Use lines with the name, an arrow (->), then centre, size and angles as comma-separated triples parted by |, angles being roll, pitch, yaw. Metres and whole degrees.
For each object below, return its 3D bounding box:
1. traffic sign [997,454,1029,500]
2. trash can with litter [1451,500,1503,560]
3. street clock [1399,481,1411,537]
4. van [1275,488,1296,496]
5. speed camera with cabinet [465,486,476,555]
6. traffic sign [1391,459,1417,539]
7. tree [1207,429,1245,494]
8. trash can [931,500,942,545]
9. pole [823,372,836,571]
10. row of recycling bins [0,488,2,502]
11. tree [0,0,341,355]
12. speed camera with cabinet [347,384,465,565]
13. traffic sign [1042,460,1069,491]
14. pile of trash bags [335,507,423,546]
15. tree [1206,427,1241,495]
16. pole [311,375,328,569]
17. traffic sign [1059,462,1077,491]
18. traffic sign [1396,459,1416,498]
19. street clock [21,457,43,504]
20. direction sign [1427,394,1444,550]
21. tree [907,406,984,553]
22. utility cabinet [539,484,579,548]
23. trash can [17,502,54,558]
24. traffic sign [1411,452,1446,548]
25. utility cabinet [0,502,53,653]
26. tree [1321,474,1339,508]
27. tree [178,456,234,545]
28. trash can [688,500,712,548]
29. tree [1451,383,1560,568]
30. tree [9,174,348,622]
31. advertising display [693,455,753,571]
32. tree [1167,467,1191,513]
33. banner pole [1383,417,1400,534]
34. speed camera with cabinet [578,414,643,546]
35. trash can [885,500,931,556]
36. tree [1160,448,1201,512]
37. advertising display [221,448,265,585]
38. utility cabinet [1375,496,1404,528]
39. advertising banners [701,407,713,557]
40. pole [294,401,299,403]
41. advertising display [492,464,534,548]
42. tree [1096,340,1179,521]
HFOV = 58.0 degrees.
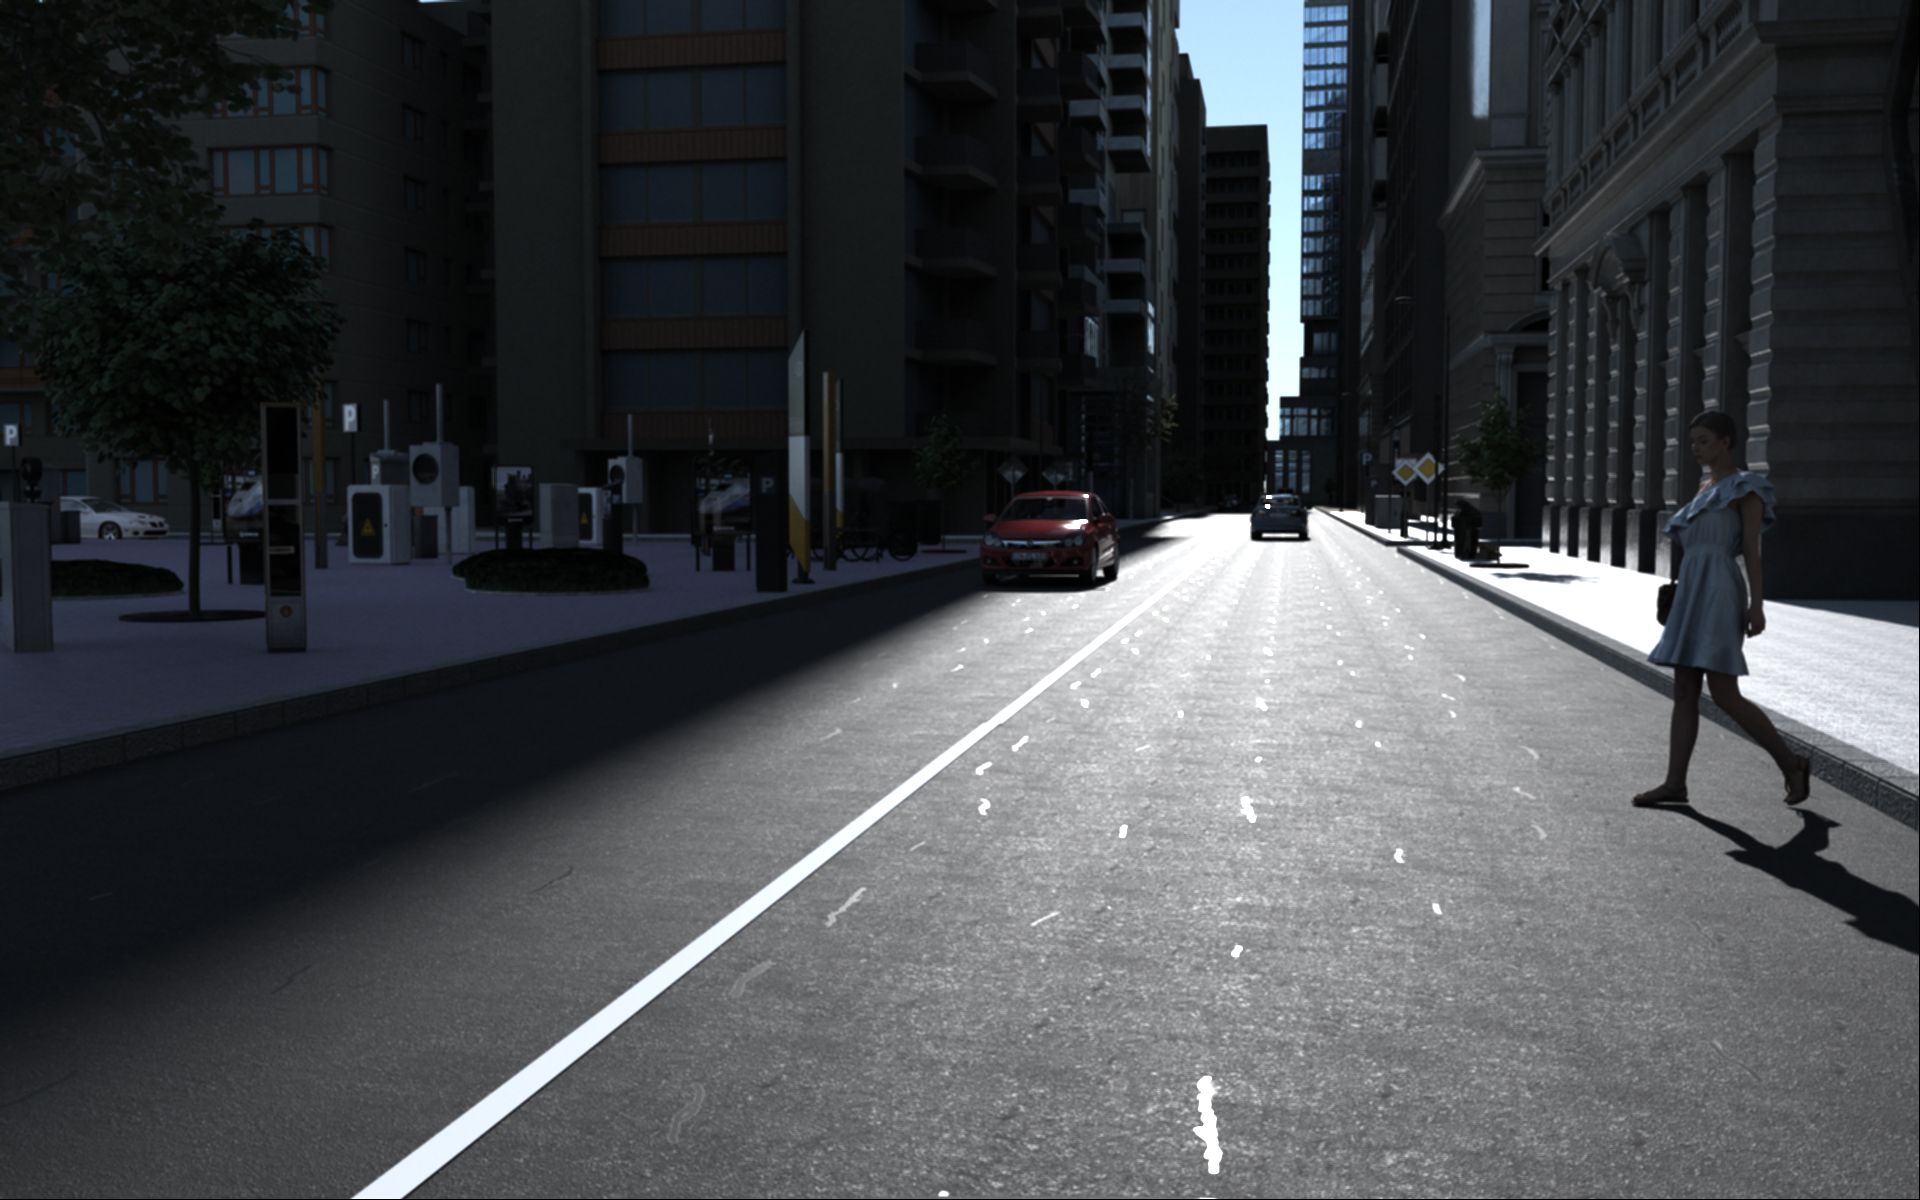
traffic sign -> 1.302, -2.399, 42.871 | 0.795, 2.450, 0.064 | 1, 4, 11
trash can with litter -> 10.200, -1.389, 34.094 | 0.624, 1.170, 1.055 | -3, 4, -37
street clock -> 13.207, -2.867, 51.443 | 0.358, 2.002, 0.471 | 0, 4, -8
van -> 35.221, -11.199, 187.489 | 2.240, 2.365, 5.245 | 1, 4, 10
speed camera with cabinet -> -11.384, -2.593, 36.730 | 2.038, 3.252, 0.660 | 0, 4, -6
traffic sign -> 12.557, -2.765, 48.851 | 0.795, 2.450, 0.064 | 1, 4, 11
tree -> 30.289, -15.117, 197.516 | 4.360, 8.622, 3.978 | 0, 3, 0
trash can -> -0.774, -1.956, 43.642 | 0.748, 1.137, 0.748 | 0, 3, 0
pole -> -2.187, -2.153, 29.037 | 0.158, 3.312, 0.155 | 0, 3, 0
row of recycling bins -> -26.356, -2.267, 44.181 | 3.534, 1.692, 1.069 | -1, 4, -12
tree -> -7.170, -5.550, 8.862 | 7.486, 12.596, 7.792 | 0, 3, 0
speed camera with cabinet -> -10.057, -2.257, 31.238 | 2.038, 3.252, 0.660 | 1, 4, 20
traffic sign -> 2.790, -2.879, 50.717 | 0.795, 2.450, 0.064 | 1, 4, 11
pile of trash bags -> -13.815, -2.001, 42.476 | 3.447, 1.369, 1.912 | 3, 5, 44
tree -> 28.948, -14.723, 191.075 | 4.737, 8.622, 4.395 | 0, 3, 0
pole -> -10.988, -2.193, 29.702 | 0.158, 3.312, 0.155 | 0, 3, 0
traffic sign -> 3.377, -3.202, 54.474 | 0.606, 2.300, 0.079 | 1, 4, 17
traffic sign -> 12.830, -2.921, 49.884 | 0.606, 2.300, 0.079 | 1, 4, 11
street clock -> -18.203, -1.800, 34.006 | 0.471, 2.002, 0.358 | 3, 5, 40
direction sign -> 10.932, -2.919, 39.723 | 0.379, 3.537, 0.876 | 1, 4, 22
tree -> -0.245, -2.651, 37.951 | 1.663, 3.219, 1.824 | 0, 3, 0
utility cabinet -> -8.574, -1.740, 37.130 | 0.318, 1.500, 1.173 | 1, 4, 16
trash can -> -17.218, -1.254, 32.156 | 0.748, 1.137, 0.748 | 0, 3, 0
traffic sign -> 11.069, -2.285, 41.005 | 0.795, 2.450, 0.064 | 1, 4, 11
utility cabinet -> -7.797, -0.202, 14.468 | 0.306, 1.237, 1.020 | -2, 4, -33
tree -> 34.681, -10.304, 163.079 | 1.663, 3.219, 1.824 | 0, 3, 0
tree -> -18.879, -3.016, 43.906 | 1.663, 3.219, 1.824 | 0, 3, 0
trash can -> -6.158, -1.830, 41.578 | 0.748, 1.137, 0.748 | 0, 3, 0
tree -> 9.367, -2.192, 30.436 | 1.663, 3.219, 1.824 | 0, 3, 0
tree -> -7.977, -2.085, 17.801 | 4.285, 4.588, 4.351 | 0, 3, 0
advertising display -> -3.950, -1.447, 28.874 | 0.974, 1.923, 0.123 | -1, 4, -17
tree -> 15.350, -7.692, 120.362 | 1.663, 3.219, 1.824 | 0, 3, 0
banner pole -> 14.044, -4.042, 56.102 | 0.401, 3.779, 0.863 | -1, 4, -13
speed camera with cabinet -> -8.805, -2.988, 43.190 | 2.038, 3.252, 0.660 | 3, 4, 38
trash can -> -1.189, -1.492, 36.046 | 0.748, 1.137, 0.748 | 0, 3, 0
tree -> 15.438, -8.543, 123.385 | 4.285, 4.588, 4.351 | 0, 3, 0
advertising display -> -10.047, -1.182, 24.532 | 0.974, 1.923, 0.123 | 2, 4, 24
utility cabinet -> 16.069, -3.282, 64.822 | 1.020, 1.237, 0.306 | -1, 4, -9
advertising banners -> -5.248, -2.429, 35.903 | 0.090, 3.025, 2.074 | -1, 4, -14
pole -> -12.651, -2.397, 33.027 | 0.158, 3.312, 0.155 | 0, 3, 0
advertising display -> -9.796, -2.004, 37.986 | 0.123, 1.923, 0.974 | 3, 5, 44
tree -> 8.391, -8.152, 83.650 | 4.360, 8.622, 3.978 | 0, 3, 0
